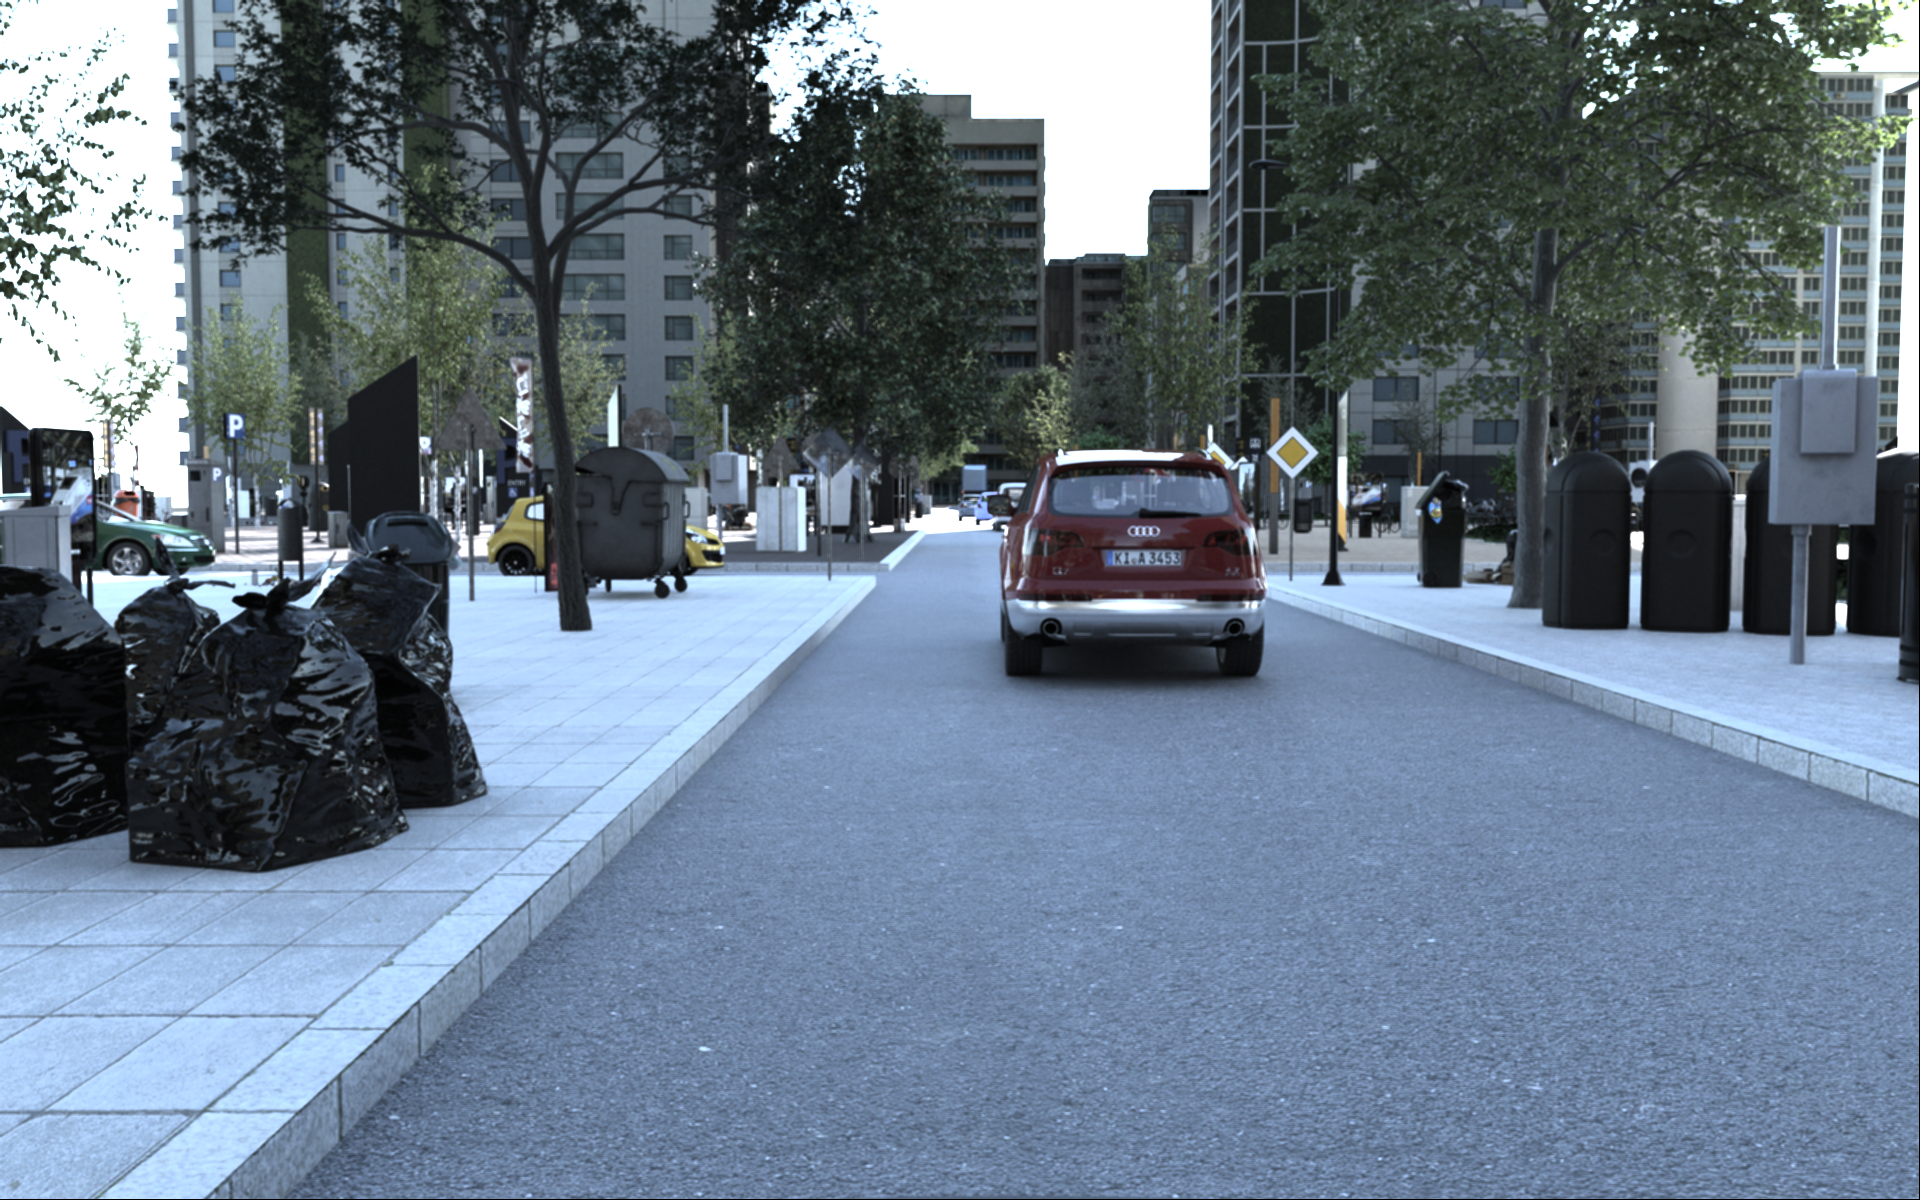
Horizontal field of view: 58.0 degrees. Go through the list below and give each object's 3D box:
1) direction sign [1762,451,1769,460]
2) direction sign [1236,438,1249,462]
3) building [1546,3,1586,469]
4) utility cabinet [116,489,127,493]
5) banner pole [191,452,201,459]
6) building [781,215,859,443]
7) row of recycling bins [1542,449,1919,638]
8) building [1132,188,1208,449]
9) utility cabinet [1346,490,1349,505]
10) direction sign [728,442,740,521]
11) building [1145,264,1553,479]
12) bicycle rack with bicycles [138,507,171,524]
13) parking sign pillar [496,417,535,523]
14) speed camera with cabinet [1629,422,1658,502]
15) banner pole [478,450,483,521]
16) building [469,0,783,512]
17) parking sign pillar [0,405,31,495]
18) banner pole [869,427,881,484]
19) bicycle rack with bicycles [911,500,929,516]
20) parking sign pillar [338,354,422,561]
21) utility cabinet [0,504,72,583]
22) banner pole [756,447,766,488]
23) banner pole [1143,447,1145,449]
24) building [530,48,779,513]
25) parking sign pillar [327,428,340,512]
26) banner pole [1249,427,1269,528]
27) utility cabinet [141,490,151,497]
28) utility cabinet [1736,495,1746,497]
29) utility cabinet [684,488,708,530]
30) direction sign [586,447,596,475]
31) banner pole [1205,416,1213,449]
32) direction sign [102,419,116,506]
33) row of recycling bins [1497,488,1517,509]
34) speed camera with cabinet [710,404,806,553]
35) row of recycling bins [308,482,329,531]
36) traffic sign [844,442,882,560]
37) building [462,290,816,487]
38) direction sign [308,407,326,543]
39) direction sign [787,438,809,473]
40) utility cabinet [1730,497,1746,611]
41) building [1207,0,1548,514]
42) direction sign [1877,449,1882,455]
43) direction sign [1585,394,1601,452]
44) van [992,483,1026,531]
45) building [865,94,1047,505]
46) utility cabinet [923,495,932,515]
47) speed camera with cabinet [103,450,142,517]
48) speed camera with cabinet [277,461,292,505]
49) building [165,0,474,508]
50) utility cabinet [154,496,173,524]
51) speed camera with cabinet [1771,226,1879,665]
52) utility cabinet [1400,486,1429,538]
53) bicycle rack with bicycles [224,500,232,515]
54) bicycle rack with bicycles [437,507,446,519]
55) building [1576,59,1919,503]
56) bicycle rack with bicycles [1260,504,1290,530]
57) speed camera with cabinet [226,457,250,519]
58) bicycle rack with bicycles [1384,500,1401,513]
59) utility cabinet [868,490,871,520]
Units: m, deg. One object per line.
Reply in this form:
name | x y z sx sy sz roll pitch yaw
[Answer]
direction sign | 42.203 -6.007 90.207 0.876 3.537 0.379 1 4 19
direction sign | 11.480 -4.736 69.431 0.876 3.537 0.379 1 4 18
building | 46.014 -32.923 161.996 21.600 48.544 21.300 0 4 0
utility cabinet | -34.028 -3.770 70.311 0.318 1.500 1.173 -1 4 -20
banner pole | -45.022 -6.856 102.113 0.401 3.779 0.863 2 4 27
building | -23.318 -32.233 218.894 23.993 40.220 32.217 0 4 0
row of recycling bins | 7.323 -0.557 16.226 3.534 1.692 1.069 1 4 20
building | 24.640 -24.120 166.057 14.160 30.474 14.107 0 4 0
utility cabinet | 21.232 -5.224 94.092 0.318 1.500 1.173 -1 4 -22
direction sign | -9.886 -5.128 75.846 0.379 3.537 0.876 -3 5 -40
building | 30.798 -18.316 144.503 27.650 21.520 28.899 0 4 0
bicycle rack with bicycles | -23.990 -2.182 49.051 2.925 0.926 2.852 2 4 29
parking sign pillar | -15.527 -4.404 60.477 1.447 3.967 1.447 1 4 15
speed camera with cabinet | 18.494 -3.296 48.220 0.660 3.252 2.038 -2 4 -31
banner pole | -22.563 -5.595 81.492 0.401 3.779 0.863 -2 4 -30
building | -24.371 -42.440 132.138 20.563 71.187 20.611 0 4 0
parking sign pillar | -28.729 -3.955 53.130 1.447 3.967 1.447 1 4 19
banner pole | -2.832 -3.960 54.758 0.863 3.779 0.401 -2 4 -35
bicycle rack with bicycles | -3.304 -5.491 103.155 2.925 0.926 2.852 0 4 -2
parking sign pillar | -11.091 -2.748 33.407 1.447 3.967 1.447 -1 4 -15
utility cabinet | -5.362 0.066 10.084 0.306 1.237 1.020 -2 4 -24
banner pole | -9.353 -5.620 81.901 0.401 3.779 0.863 2 4 33
banner pole | 9.913 -6.214 91.620 0.863 3.779 0.401 -2 4 -31
building | -19.921 -21.061 116.043 14.160 30.474 14.107 0 4 0
parking sign pillar | -18.536 -3.931 52.742 1.447 3.967 1.447 -1 4 -15
banner pole | 11.250 -4.594 65.131 0.863 3.779 0.401 1 4 20
utility cabinet | -40.644 -4.733 86.069 1.173 1.500 0.318 3 4 36
utility cabinet | 34.469 -4.016 76.821 1.020 1.237 0.306 -1 4 -21
utility cabinet | -9.342 -3.189 60.822 1.173 1.500 0.318 3 5 41
direction sign | -17.759 -5.585 83.307 0.379 3.537 0.876 -3 5 -41
banner pole | 7.876 -3.966 54.861 0.401 3.779 0.863 2 4 24
direction sign | -26.051 -3.734 53.056 0.379 3.537 0.876 0 4 -5
row of recycling bins | 32.233 -5.764 101.359 1.069 1.692 3.534 0 4 4
speed camera with cabinet | -4.455 -2.686 38.259 2.038 3.252 0.660 1 4 14
row of recycling bins | -21.214 -3.315 61.313 3.534 1.692 1.069 -1 4 -15
traffic sign | -1.902 -1.825 33.485 0.795 2.450 0.064 0 4 0
building | -27.652 -19.295 160.506 28.899 21.520 27.650 0 4 0
direction sign | -16.992 -3.288 45.759 0.379 3.537 0.876 0 4 3
direction sign | -6.517 -4.753 69.708 0.876 3.537 0.379 0 4 -1
utility cabinet | 8.874 -0.496 19.266 1.020 1.237 0.306 -1 4 -19
building | 26.457 -41.567 117.880 20.563 71.187 20.611 0 4 0
direction sign | 45.998 -5.806 86.932 0.379 3.537 0.876 0 4 3
direction sign | 14.440 -2.910 39.582 0.379 3.537 0.876 0 4 1
van | 2.141 -3.721 67.848 2.013 2.044 4.112 0 4 -1
building | -0.533 -36.066 213.374 21.600 48.544 21.300 0 4 0
utility cabinet | -2.262 -5.905 107.716 1.020 1.237 0.306 2 4 26
speed camera with cabinet | -35.360 -4.811 72.996 0.660 3.252 2.038 0 4 7
speed camera with cabinet | -40.995 -6.769 105.006 0.660 3.252 2.038 -2 4 -30
building | -57.240 -37.947 162.435 28.212 58.520 21.231 0 4 0
utility cabinet | -34.734 -3.937 75.538 1.020 1.237 0.306 3 4 36
speed camera with cabinet | 7.171 -1.134 12.877 2.038 3.252 0.660 1 4 19
utility cabinet | 13.456 -2.563 50.589 1.173 1.500 0.318 -1 4 -23
bicycle rack with bicycles | -44.634 -5.551 104.134 2.925 0.926 2.852 -1 4 -14
bicycle rack with bicycles | -27.910 -4.664 89.645 2.925 0.926 2.852 2 4 26
building | 68.799 -28.477 157.480 23.993 40.220 32.217 0 4 0
bicycle rack with bicycles | 10.754 -3.026 62.854 2.852 0.926 2.925 3 5 43
speed camera with cabinet | -38.211 -5.952 91.658 0.660 3.252 2.038 -3 4 -39
bicycle rack with bicycles | 26.254 -5.410 101.843 2.852 0.926 2.925 -1 4 -18
utility cabinet | -3.931 -4.560 83.228 0.318 1.500 1.173 -3 5 -42
